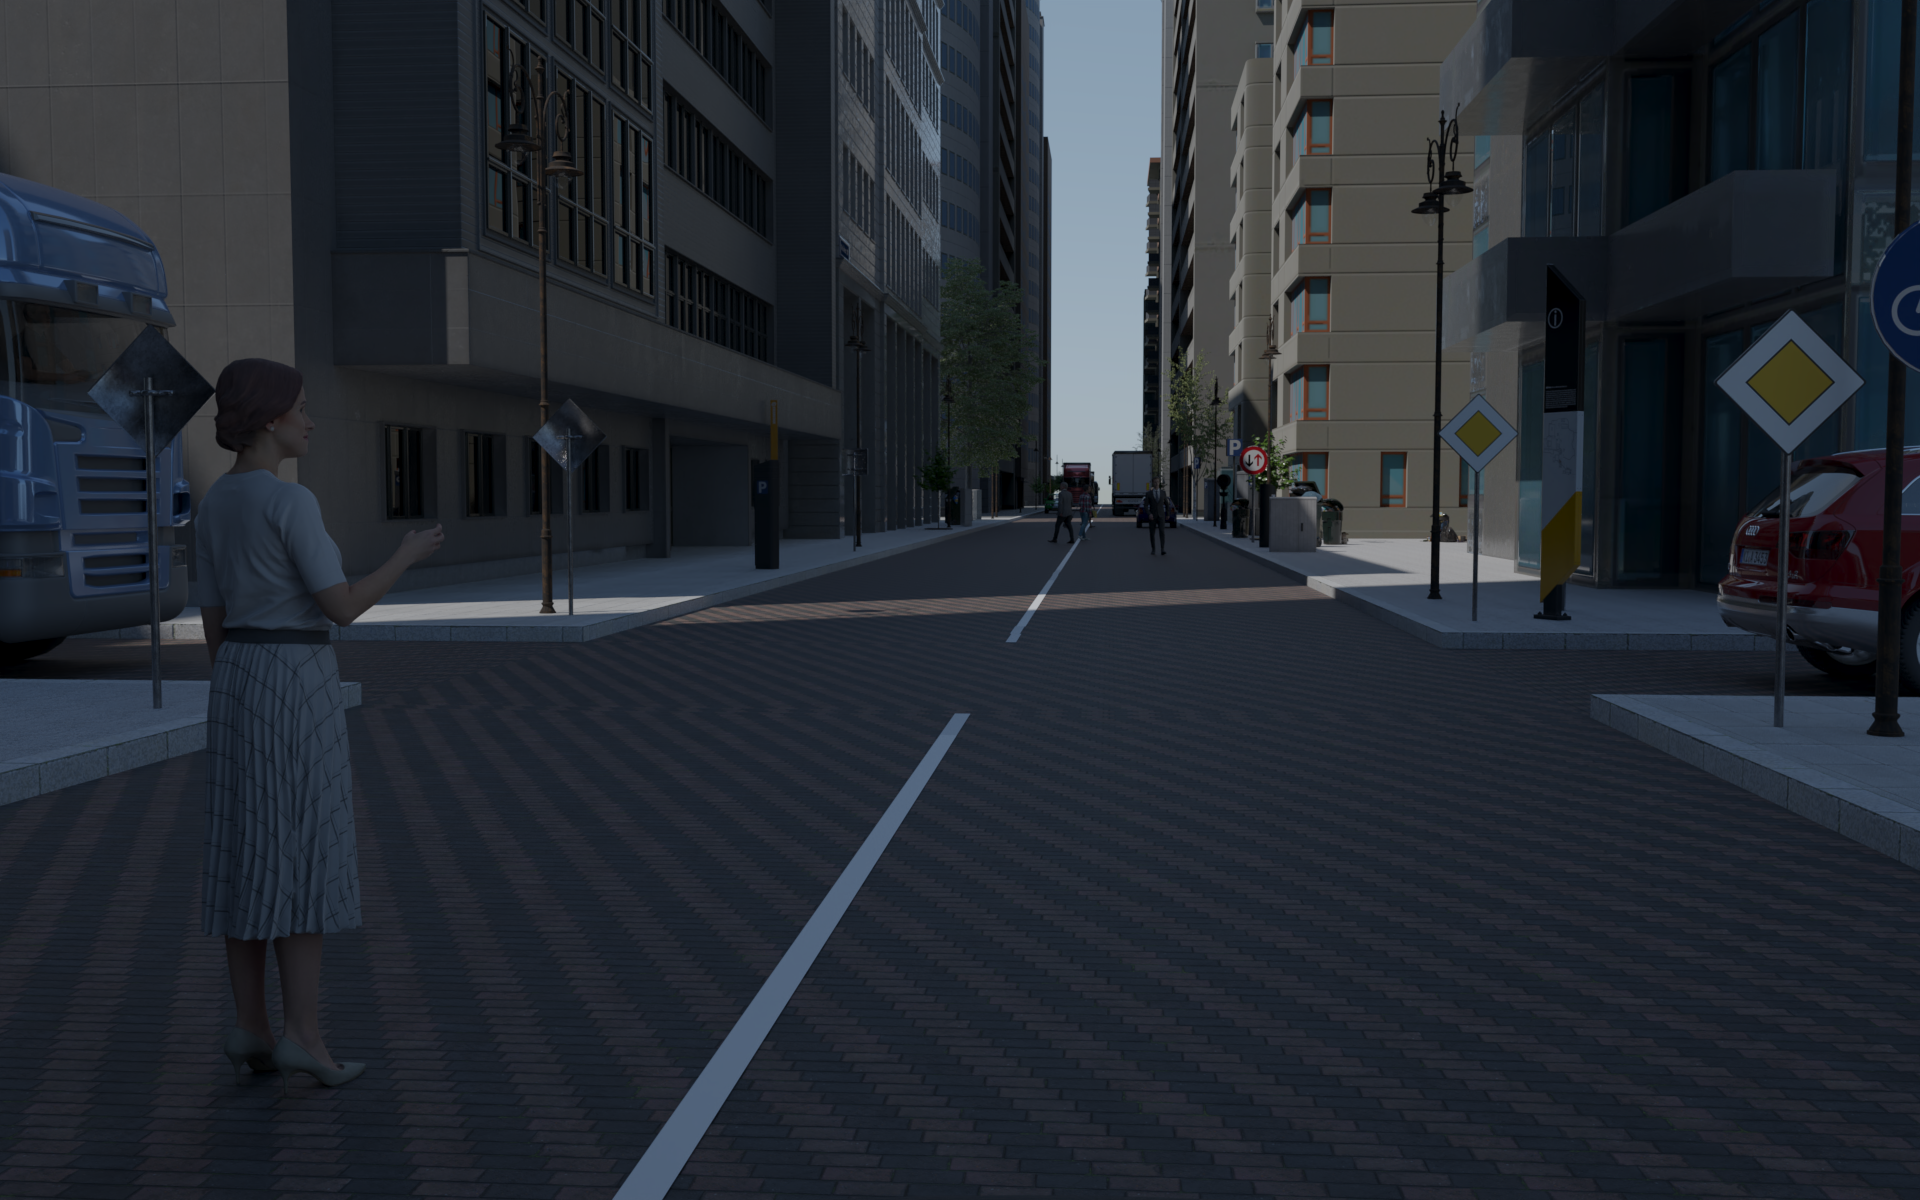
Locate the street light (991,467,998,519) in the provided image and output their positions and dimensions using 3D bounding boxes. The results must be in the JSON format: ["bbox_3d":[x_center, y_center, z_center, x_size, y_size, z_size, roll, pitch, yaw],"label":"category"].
[{"bbox_3d":[2.003,-7.459,94.745,0.468,5.910,1.993,0,4,5],"label":"street light"}]

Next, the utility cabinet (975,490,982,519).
[{"bbox_3d":[0.623,-4.798,87.122,0.318,1.500,1.173,-2,4,-34],"label":"utility cabinet"}]

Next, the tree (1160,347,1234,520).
[{"bbox_3d":[11.909,-8.323,86.437,4.737,8.622,4.395,0,3,0],"label":"tree"}]

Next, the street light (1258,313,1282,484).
[{"bbox_3d":[7.950,-4.387,44.519,0.468,5.910,1.993,0,4,5],"label":"street light"}]

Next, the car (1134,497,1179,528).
[{"bbox_3d":[8.443,-3.788,74.517,1.945,1.354,3.894,0,4,6],"label":"car"}]

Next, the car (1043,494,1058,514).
[{"bbox_3d":[7.199,-7.326,128.580,1.959,1.807,4.718,0,4,5],"label":"car"}]

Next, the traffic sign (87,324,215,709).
[{"bbox_3d":[-4.800,-0.407,10.303,0.795,2.450,0.064,0,4,5],"label":"traffic sign"}]

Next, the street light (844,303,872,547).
[{"bbox_3d":[-2.468,-4.232,41.973,0.468,5.910,1.993,0,4,5],"label":"street light"}]

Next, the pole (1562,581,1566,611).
[{"bbox_3d":[6.592,-1.539,19.009,0.158,3.312,0.155,0,3,0],"label":"pole"}]

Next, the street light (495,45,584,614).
[{"bbox_3d":[-4.436,-2.793,18.458,0.468,5.910,1.993,0,4,5],"label":"street light"}]

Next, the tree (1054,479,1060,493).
[{"bbox_3d":[9.917,-11.864,188.583,1.663,3.219,1.824,0,3,0],"label":"tree"}]

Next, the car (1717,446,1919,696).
[{"bbox_3d":[8.423,-0.243,12.644,5.304,1.827,2.281,0,4,5],"label":"car"}]

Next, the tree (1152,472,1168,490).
[{"bbox_3d":[17.060,-9.513,150.146,1.663,3.219,1.824,0,3,0],"label":"tree"}]

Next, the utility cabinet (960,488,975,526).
[{"bbox_3d":[0.256,-3.680,68.852,0.318,1.500,1.173,-1,4,-8],"label":"utility cabinet"}]

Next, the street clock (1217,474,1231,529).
[{"bbox_3d":[9.574,-3.567,62.883,0.471,2.002,0.358,3,4,38],"label":"street clock"}]

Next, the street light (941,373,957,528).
[{"bbox_3d":[-0.424,-5.708,66.111,0.468,5.910,1.993,0,4,5],"label":"street light"}]

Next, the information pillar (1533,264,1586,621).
[{"bbox_3d":[6.093,-1.601,17.534,0.183,3.616,0.504,-2,4,-24],"label":"information pillar"}]

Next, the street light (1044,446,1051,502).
[{"bbox_3d":[8.203,-11.832,166.242,0.468,5.910,1.993,0,4,5],"label":"street light"}]

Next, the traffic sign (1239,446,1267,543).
[{"bbox_3d":[7.757,-2.794,45.781,0.768,2.556,0.104,1,4,14],"label":"traffic sign"}]

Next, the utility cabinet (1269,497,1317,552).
[{"bbox_3d":[7.377,-1.665,38.378,1.020,1.237,0.306,0,4,8],"label":"utility cabinet"}]

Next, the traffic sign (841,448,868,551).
[{"bbox_3d":[-2.357,-2.237,38.703,0.606,2.300,0.079,1,4,10],"label":"traffic sign"}]

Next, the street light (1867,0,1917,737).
[{"bbox_3d":[4.928,-2.217,9.043,0.468,5.910,1.993,0,4,5],"label":"street light"}]

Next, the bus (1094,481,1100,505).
[{"bbox_3d":[17.816,-14.915,238.712,2.948,3.499,13.247,0,4,5],"label":"bus"}]

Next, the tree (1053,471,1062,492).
[{"bbox_3d":[14.199,-16.030,245.805,4.285,4.588,4.351,0,3,0],"label":"tree"}]

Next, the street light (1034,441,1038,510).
[{"bbox_3d":[6.267,-10.384,142.560,0.468,5.910,1.993,0,4,5],"label":"street light"}]

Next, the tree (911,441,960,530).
[{"bbox_3d":[-0.778,-4.159,62.594,1.663,3.219,1.824,0,3,0],"label":"tree"}]

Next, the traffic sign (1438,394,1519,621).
[{"bbox_3d":[5.196,-0.844,17.436,0.795,2.450,0.064,0,4,5],"label":"traffic sign"}]

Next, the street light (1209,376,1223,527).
[{"bbox_3d":[10.039,-5.825,68.024,0.468,5.910,1.993,0,4,5],"label":"street light"}]

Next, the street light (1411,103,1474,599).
[{"bbox_3d":[5.809,-2.950,21.019,0.468,5.910,1.993,0,4,5],"label":"street light"}]

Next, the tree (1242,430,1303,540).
[{"bbox_3d":[8.477,-3.274,48.131,1.663,3.219,1.824,0,3,0],"label":"tree"}]

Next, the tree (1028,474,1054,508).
[{"bbox_3d":[7.429,-10.310,163.165,1.663,3.219,1.824,0,3,0],"label":"tree"}]

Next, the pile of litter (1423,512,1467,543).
[{"bbox_3d":[13.047,-1.983,46.379,1.176,0.858,1.719,-1,4,-10],"label":"pile of litter"}]

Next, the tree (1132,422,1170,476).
[{"bbox_3d":[19.661,-13.849,176.787,4.360,8.622,3.978,0,3,0],"label":"tree"}]

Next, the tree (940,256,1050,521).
[{"bbox_3d":[0.406,-10.114,83.492,7.486,12.596,7.792,0,3,0],"label":"tree"}]

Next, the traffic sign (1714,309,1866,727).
[{"bbox_3d":[4.508,-0.357,9.481,0.795,2.450,0.064,0,4,5],"label":"traffic sign"}]

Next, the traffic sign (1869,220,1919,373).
[{"bbox_3d":[4.472,-0.472,7.817,0.768,2.556,0.104,1,4,9],"label":"traffic sign"}]

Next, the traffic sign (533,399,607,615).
[{"bbox_3d":[-4.112,-0.894,18.259,0.795,2.450,0.064,0,4,5],"label":"traffic sign"}]

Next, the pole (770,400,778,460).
[{"bbox_3d":[-4.033,-2.678,37.633,0.158,3.312,0.155,0,3,0],"label":"pole"}]

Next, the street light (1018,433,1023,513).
[{"bbox_3d":[4.156,-8.935,118.879,0.468,5.910,1.993,0,4,5],"label":"street light"}]
